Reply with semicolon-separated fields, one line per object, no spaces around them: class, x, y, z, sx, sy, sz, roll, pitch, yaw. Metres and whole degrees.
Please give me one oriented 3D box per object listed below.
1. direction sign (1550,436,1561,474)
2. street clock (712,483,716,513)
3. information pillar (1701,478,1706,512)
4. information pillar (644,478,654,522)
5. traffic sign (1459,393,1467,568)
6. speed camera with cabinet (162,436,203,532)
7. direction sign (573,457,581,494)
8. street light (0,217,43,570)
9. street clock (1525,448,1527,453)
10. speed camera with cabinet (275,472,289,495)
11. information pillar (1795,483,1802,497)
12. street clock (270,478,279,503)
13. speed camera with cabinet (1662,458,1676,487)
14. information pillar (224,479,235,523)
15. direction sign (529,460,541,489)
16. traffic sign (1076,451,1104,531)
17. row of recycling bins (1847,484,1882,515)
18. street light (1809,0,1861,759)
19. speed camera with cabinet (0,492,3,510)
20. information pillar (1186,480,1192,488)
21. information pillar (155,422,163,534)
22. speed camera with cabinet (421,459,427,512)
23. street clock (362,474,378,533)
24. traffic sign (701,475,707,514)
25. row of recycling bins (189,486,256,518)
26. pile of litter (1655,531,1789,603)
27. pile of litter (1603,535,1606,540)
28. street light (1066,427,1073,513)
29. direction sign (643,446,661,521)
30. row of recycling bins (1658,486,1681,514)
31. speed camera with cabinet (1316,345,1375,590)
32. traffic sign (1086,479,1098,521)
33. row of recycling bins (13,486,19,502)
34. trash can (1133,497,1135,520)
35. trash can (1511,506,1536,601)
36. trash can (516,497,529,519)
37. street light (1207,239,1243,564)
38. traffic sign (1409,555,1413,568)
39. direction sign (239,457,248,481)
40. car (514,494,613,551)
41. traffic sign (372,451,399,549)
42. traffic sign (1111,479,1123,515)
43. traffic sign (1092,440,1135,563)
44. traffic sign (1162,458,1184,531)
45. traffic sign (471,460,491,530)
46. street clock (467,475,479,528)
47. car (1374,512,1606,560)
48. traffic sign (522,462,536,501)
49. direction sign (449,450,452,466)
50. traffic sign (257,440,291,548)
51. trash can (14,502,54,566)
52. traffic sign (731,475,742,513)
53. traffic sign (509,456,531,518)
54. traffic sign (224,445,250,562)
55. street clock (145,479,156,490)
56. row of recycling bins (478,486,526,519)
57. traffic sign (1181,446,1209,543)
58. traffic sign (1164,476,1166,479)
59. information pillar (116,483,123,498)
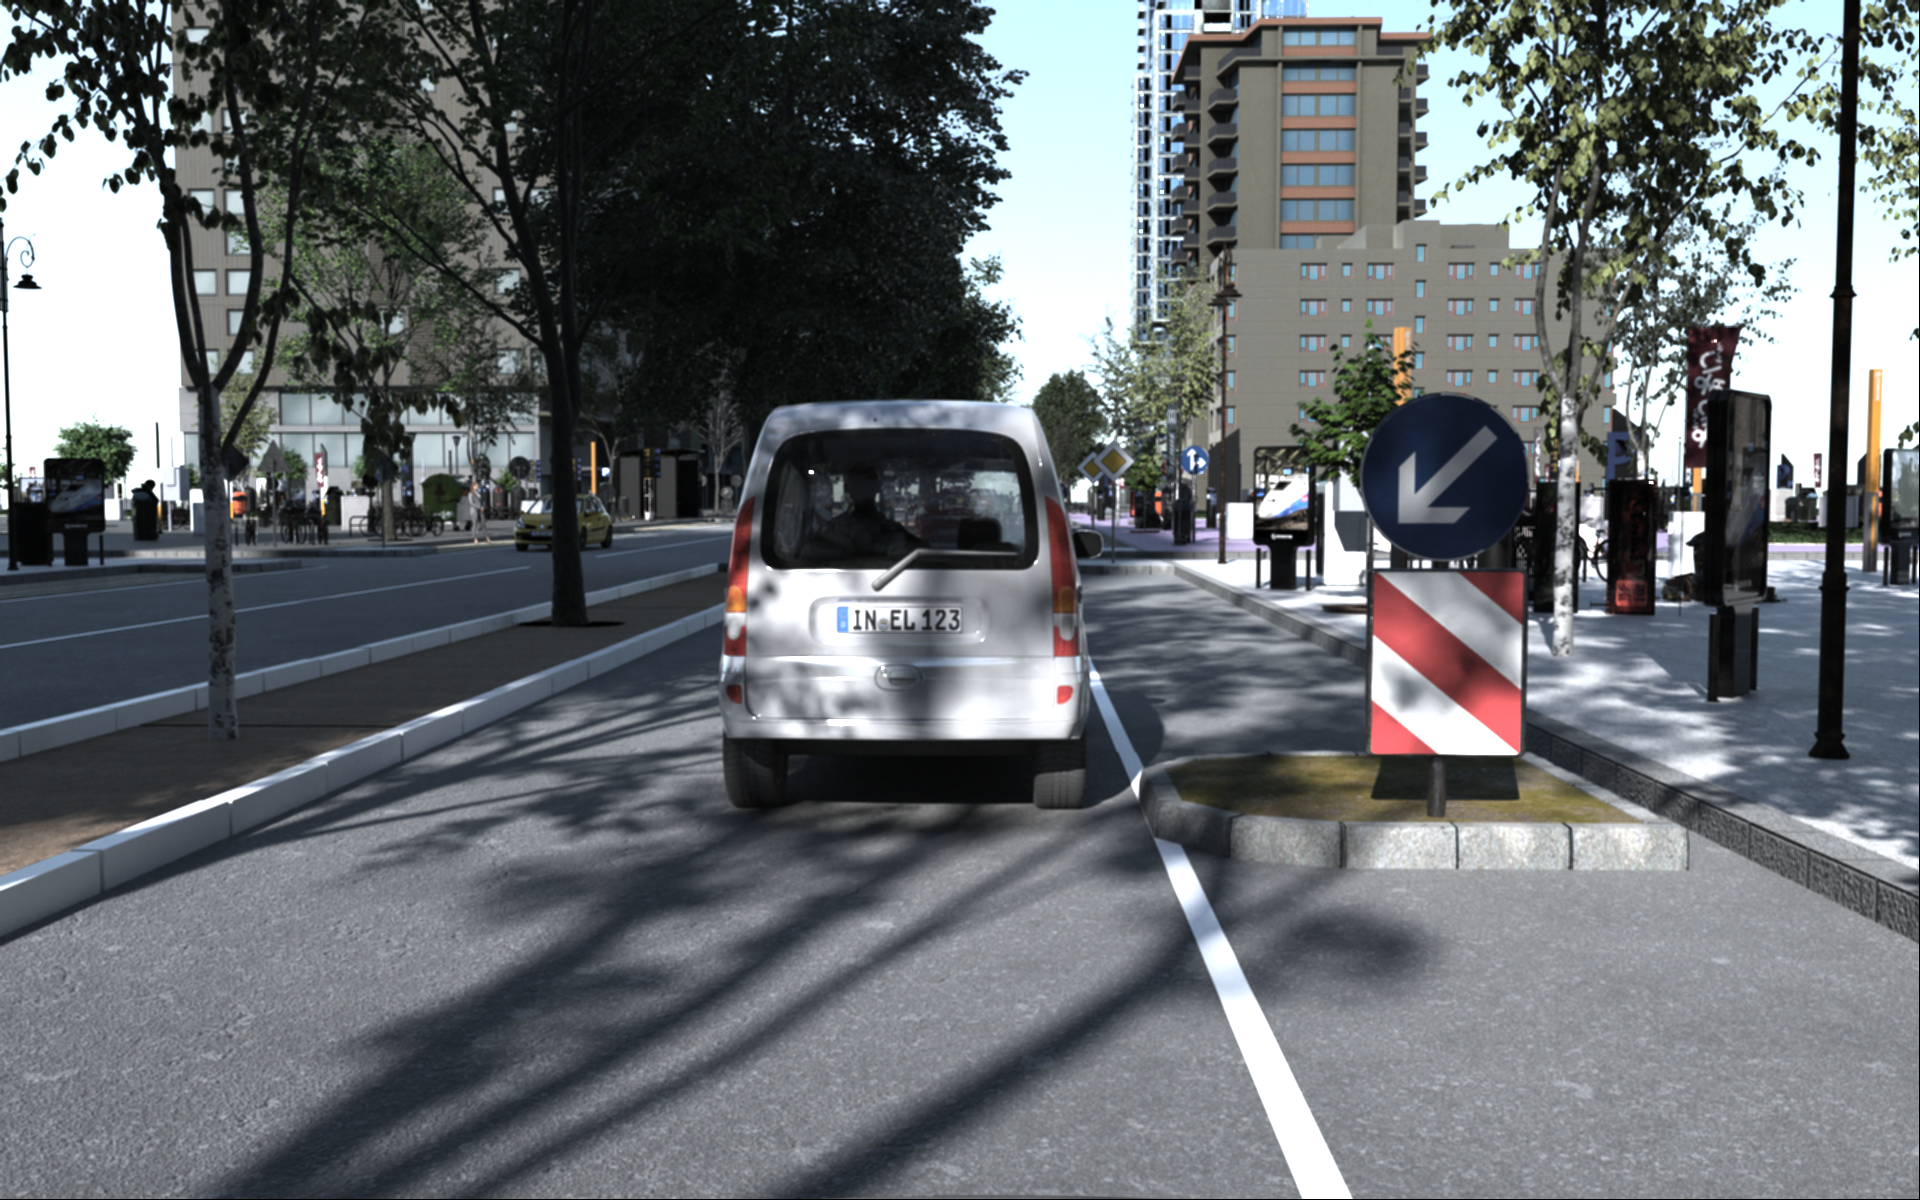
direction sign;23.408;-4.623;67.576;0.379;3.537;0.876;-3;5;-40
street clock;-16.426;-6.823;116.123;0.358;2.002;0.471;-3;5;-43
information pillar;33.709;-4.541;78.734;0.304;2.012;0.304;0;4;-5
information pillar;-14.290;-4.593;79.584;0.304;2.012;0.304;2;4;23
traffic sign;6.470;-1.364;22.306;0.884;2.594;0.081;0;4;6
speed camera with cabinet;-26.268;-3.978;59.379;2.038;3.252;0.660;1;4;13
direction sign;-23.258;-6.914;105.042;0.876;3.537;0.379;3;4;37
street light;-15.982;-3.441;29.052;0.468;5.910;1.993;0;4;2
street clock;6.836;-1.052;21.767;0.471;2.002;0.358;0;4;-3
speed camera with cabinet;-42.193;-7.011;108.972;0.660;3.252;2.038;1;4;16
information pillar;53.747;-6.515;111.010;0.304;2.012;0.304;0;4;-2
street clock;-31.656;-4.604;79.849;0.471;2.002;0.358;0;4;-6
speed camera with cabinet;38.991;-6.202;95.735;0.660;3.252;2.038;1;4;9
information pillar;-32.477;-5.227;76.813;0.504;3.616;0.183;0;4;7
direction sign;-28.262;-7.536;115.203;0.876;3.537;0.379;1;4;13
traffic sign;3.085;-2.233;40.153;0.795;2.450;0.064;0;4;2
row of recycling bins;38.296;-4.077;73.765;1.069;1.692;3.534;0;4;7
street light;4.244;-2.171;8.280;0.468;5.910;1.993;0;4;2
speed camera with cabinet;-64.702;-7.368;114.799;0.660;3.252;2.038;3;5;40
information pillar;11.553;-5.099;87.853;0.304;2.012;0.304;2;4;27
information pillar;-26.014;-3.968;56.227;0.183;3.616;0.504;-1;4;-22
speed camera with cabinet;-29.984;-6.323;97.721;0.660;3.252;2.038;-1;4;-22
street clock;-19.627;-3.250;57.700;0.471;2.002;0.358;1;4;12
traffic sign;-17.050;-6.966;114.006;0.768;2.556;0.104;0;4;6
row of recycling bins;-39.952;-5.310;93.932;1.069;1.692;3.534;3;5;44
pile of litter;9.035;-0.426;20.930;1.719;0.858;1.176;3;4;38
pile of litter;17.315;-2.080;47.974;1.719;0.858;1.176;-1;4;-15
street light;7.551;-8.978;119.584;0.468;5.910;1.993;0;4;2
direction sign;-14.692;-5.546;82.666;0.876;3.537;0.379;-2;4;-35
row of recycling bins;36.198;-4.989;88.685;3.534;1.692;1.069;-3;5;-44
speed camera with cabinet;5.329;-1.803;23.820;0.660;3.252;2.038;0;4;4
traffic sign;6.320;-4.951;83.085;0.606;2.300;0.079;1;4;9
row of recycling bins;-47.827;-4.991;88.708;1.069;1.692;3.534;-1;4;-9
trash can;8.395;-4.204;80.385;0.748;1.137;0.748;0;3;0
trash can;6.797;-0.572;21.004;0.748;1.137;0.748;0;3;0
trash can;-18.281;-3.741;72.822;0.748;1.137;0.748;0;3;0
street light;4.826;-3.604;31.712;0.468;5.910;1.993;0;4;2
traffic sign;6.638;-1.426;25.440;0.606;2.300;0.079;0;4;8
direction sign;-43.361;-6.903;104.863;0.876;3.537;0.379;2;4;31
car;-10.223;-2.109;44.700;2.015;1.641;3.980;0;4;3
traffic sign;-13.552;-2.264;40.666;0.795;2.450;0.064;0;4;2
traffic sign;8.079;-5.359;87.624;0.884;2.594;0.081;1;4;10
traffic sign;2.848;-1.745;32.171;0.795;2.450;0.064;0;4;2
traffic sign;7.348;-3.651;59.799;0.768;2.556;0.104;1;4;9
traffic sign;-17.135;-3.783;61.952;0.768;2.556;0.104;0;4;8
street clock;-18.503;-3.742;65.748;0.471;2.002;0.358;-2;4;-28
car;10.771;-1.422;35.615;4.827;1.381;2.083;0;4;2
traffic sign;-16.967;-4.142;67.828;0.768;2.556;0.104;1;4;10
direction sign;-26.454;-5.992;89.966;0.379;3.537;0.876;-1;4;-23
traffic sign;-16.429;-2.536;41.466;0.884;2.594;0.081;1;4;11
trash can;-16.718;-1.199;31.265;0.748;1.137;0.748;0;3;0
traffic sign;-14.954;-7.080;115.860;0.768;2.556;0.104;0;4;4
traffic sign;-14.895;-3.576;58.572;0.768;2.556;0.104;0;4;8
traffic sign;-13.789;-1.776;32.685;0.795;2.450;0.064;0;4;2
street clock;-39.858;-4.936;85.278;0.471;2.002;0.358;-3;5;-42
row of recycling bins;-23.938;-4.969;88.355;3.534;1.692;1.069;-1;4;-12
traffic sign;6.178;-2.789;45.709;0.768;2.556;0.104;0;4;2
traffic sign;9.061;-4.520;74.012;0.768;2.556;0.104;0;4;3
information pillar;-55.545;-6.727;114.475;0.304;2.012;0.304;-3;5;-44
